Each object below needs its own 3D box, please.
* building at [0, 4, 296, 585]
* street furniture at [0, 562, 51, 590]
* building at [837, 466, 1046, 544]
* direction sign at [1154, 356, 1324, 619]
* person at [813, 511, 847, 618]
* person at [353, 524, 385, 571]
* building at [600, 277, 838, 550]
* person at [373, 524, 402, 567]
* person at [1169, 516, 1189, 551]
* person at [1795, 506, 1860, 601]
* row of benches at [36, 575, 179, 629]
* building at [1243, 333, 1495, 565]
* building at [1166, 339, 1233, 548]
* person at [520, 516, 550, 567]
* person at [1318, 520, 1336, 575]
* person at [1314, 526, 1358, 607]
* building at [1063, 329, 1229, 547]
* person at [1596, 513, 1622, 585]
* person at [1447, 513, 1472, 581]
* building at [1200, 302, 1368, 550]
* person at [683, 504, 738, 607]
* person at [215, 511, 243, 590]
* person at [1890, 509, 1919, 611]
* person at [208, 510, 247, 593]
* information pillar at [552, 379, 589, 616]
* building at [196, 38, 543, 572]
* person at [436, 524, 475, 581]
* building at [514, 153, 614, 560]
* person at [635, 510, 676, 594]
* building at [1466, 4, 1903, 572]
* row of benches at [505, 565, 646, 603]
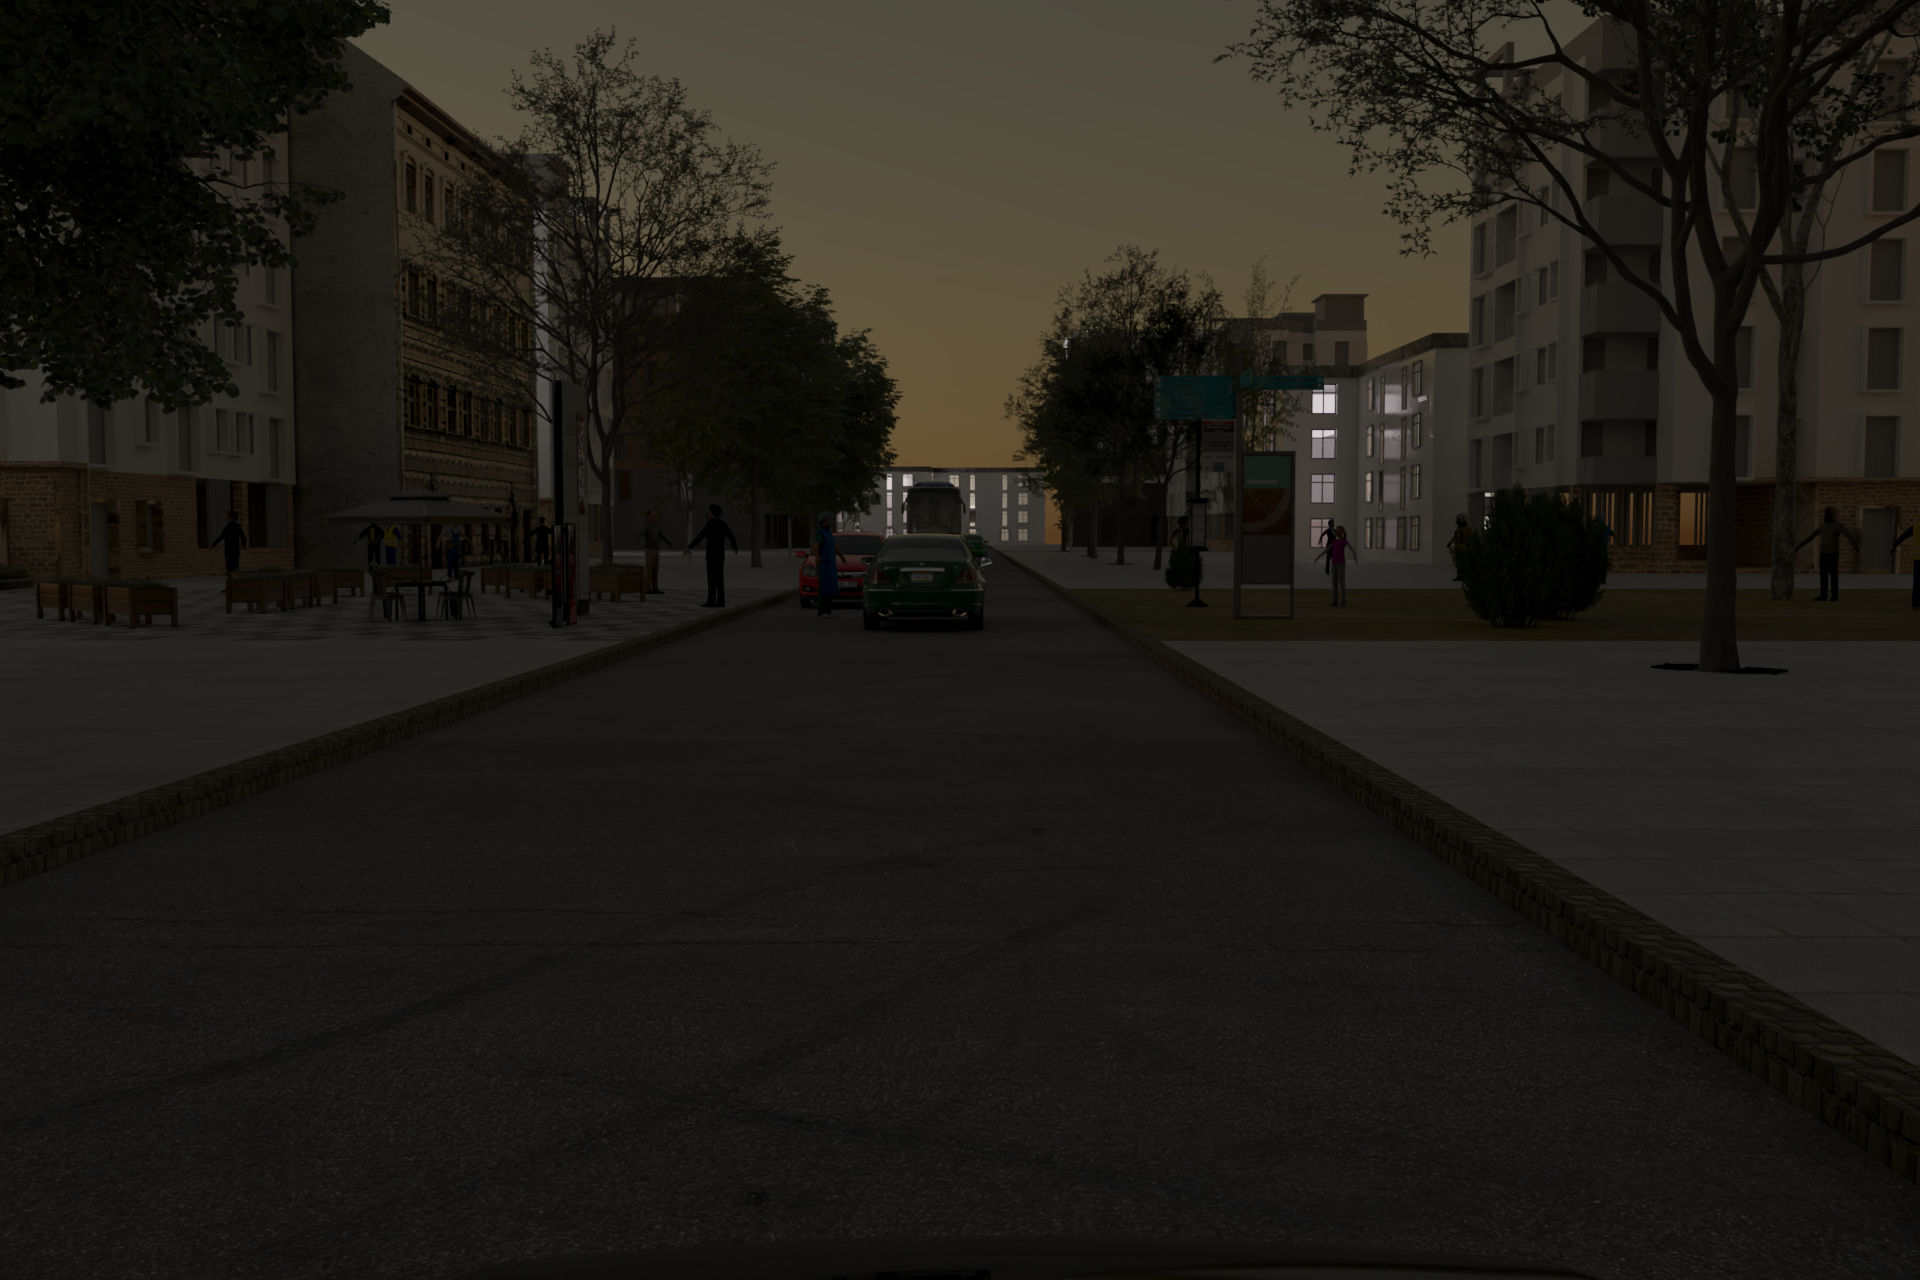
[{"bbox_3d":[-27.441,-11.528,44.910,16.016,20.090,11.380,0,4,1],"label":"building"},{"bbox_3d":[-24.408,-1.890,37.759,11.010,1.723,9.812,-1,4,-12],"label":"street furniture"},{"bbox_3d":[-3.352,-16.575,215.607,28.070,9.664,9.099,0,4,4],"label":"building"},{"bbox_3d":[4.177,-2.247,25.502,2.525,3.948,1.411,0,4,1],"label":"direction sign"},{"bbox_3d":[-2.261,-1.284,29.575,0.704,1.817,1.347,1,4,16],"label":"person"},{"bbox_3d":[-18.781,-3.042,55.514,1.354,1.856,0.705,0,4,-8],"label":"person"},{"bbox_3d":[-26.225,-18.977,154.253,27.936,21.610,32.646,0,4,1],"label":"building"},{"bbox_3d":[-16.931,-2.780,51.415,1.349,1.833,0.705,3,4,37],"label":"person"},{"bbox_3d":[6.771,-2.829,52.394,0.704,1.843,1.345,-3,5,-40],"label":"person"},{"bbox_3d":[16.655,-1.656,33.211,0.705,1.813,1.348,-2,4,-29],"label":"person"},{"bbox_3d":[-12.332,-0.583,24.996,1.422,0.672,4.104,-3,5,-44],"label":"row of benches"},{"bbox_3d":[20.485,-8.822,86.379,9.099,9.664,28.070,0,3,0],"label":"building"},{"bbox_3d":[24.948,-18.854,164.686,16.016,20.090,11.380,0,4,1],"label":"building"},{"bbox_3d":[-13.156,-2.975,54.570,1.347,1.837,0.705,-1,4,-15],"label":"person"},{"bbox_3d":[11.784,-2.936,54.717,1.216,1.740,0.721,-2,4,-28],"label":"person"},{"bbox_3d":[6.637,-1.300,30.525,0.599,1.433,0.991,-2,4,-35],"label":"person"},{"bbox_3d":[25.057,-21.116,189.216,27.936,21.610,32.646,0,4,0],"label":"building"},{"bbox_3d":[16.178,-2.308,43.867,1.347,1.817,0.704,-1,4,-9],"label":"person"},{"bbox_3d":[13.634,-2.534,47.197,0.705,1.858,1.354,0,4,-7],"label":"person"},{"bbox_3d":[25.878,-17.867,148.545,16.016,20.090,11.380,0,4,1],"label":"building"},{"bbox_3d":[-4.321,-1.481,30.401,0.705,1.806,1.347,2,4,35],"label":"person"},{"bbox_3d":[-16.729,-2.057,39.813,0.705,1.806,1.347,0,4,0],"label":"person"},{"bbox_3d":[16.208,-1.381,29.038,0.721,1.772,1.216,-3,4,-38],"label":"person"},{"bbox_3d":[-15.991,-1.942,37.972,0.704,1.802,1.346,1,4,9],"label":"person"},{"bbox_3d":[-6.098,-2.192,27.158,0.184,3.620,1.656,0,4,0],"label":"information pillar"},{"bbox_3d":[-28.111,-14.466,67.443,19.493,23.208,18.063,0,4,1],"label":"building"},{"bbox_3d":[-13.889,-2.549,47.535,0.705,1.847,1.347,2,4,31],"label":"person"},{"bbox_3d":[-25.128,-14.136,87.541,16.016,20.090,11.380,0,4,0],"label":"building"},{"bbox_3d":[-6.553,-1.878,36.979,0.705,1.796,1.348,2,4,28],"label":"person"},{"bbox_3d":[25.581,-12.950,68.152,16.016,20.090,11.380,0,4,0],"label":"building"},{"bbox_3d":[-7.607,-1.122,33.814,4.104,0.672,1.422,3,5,44],"label":"row of benches"}]
